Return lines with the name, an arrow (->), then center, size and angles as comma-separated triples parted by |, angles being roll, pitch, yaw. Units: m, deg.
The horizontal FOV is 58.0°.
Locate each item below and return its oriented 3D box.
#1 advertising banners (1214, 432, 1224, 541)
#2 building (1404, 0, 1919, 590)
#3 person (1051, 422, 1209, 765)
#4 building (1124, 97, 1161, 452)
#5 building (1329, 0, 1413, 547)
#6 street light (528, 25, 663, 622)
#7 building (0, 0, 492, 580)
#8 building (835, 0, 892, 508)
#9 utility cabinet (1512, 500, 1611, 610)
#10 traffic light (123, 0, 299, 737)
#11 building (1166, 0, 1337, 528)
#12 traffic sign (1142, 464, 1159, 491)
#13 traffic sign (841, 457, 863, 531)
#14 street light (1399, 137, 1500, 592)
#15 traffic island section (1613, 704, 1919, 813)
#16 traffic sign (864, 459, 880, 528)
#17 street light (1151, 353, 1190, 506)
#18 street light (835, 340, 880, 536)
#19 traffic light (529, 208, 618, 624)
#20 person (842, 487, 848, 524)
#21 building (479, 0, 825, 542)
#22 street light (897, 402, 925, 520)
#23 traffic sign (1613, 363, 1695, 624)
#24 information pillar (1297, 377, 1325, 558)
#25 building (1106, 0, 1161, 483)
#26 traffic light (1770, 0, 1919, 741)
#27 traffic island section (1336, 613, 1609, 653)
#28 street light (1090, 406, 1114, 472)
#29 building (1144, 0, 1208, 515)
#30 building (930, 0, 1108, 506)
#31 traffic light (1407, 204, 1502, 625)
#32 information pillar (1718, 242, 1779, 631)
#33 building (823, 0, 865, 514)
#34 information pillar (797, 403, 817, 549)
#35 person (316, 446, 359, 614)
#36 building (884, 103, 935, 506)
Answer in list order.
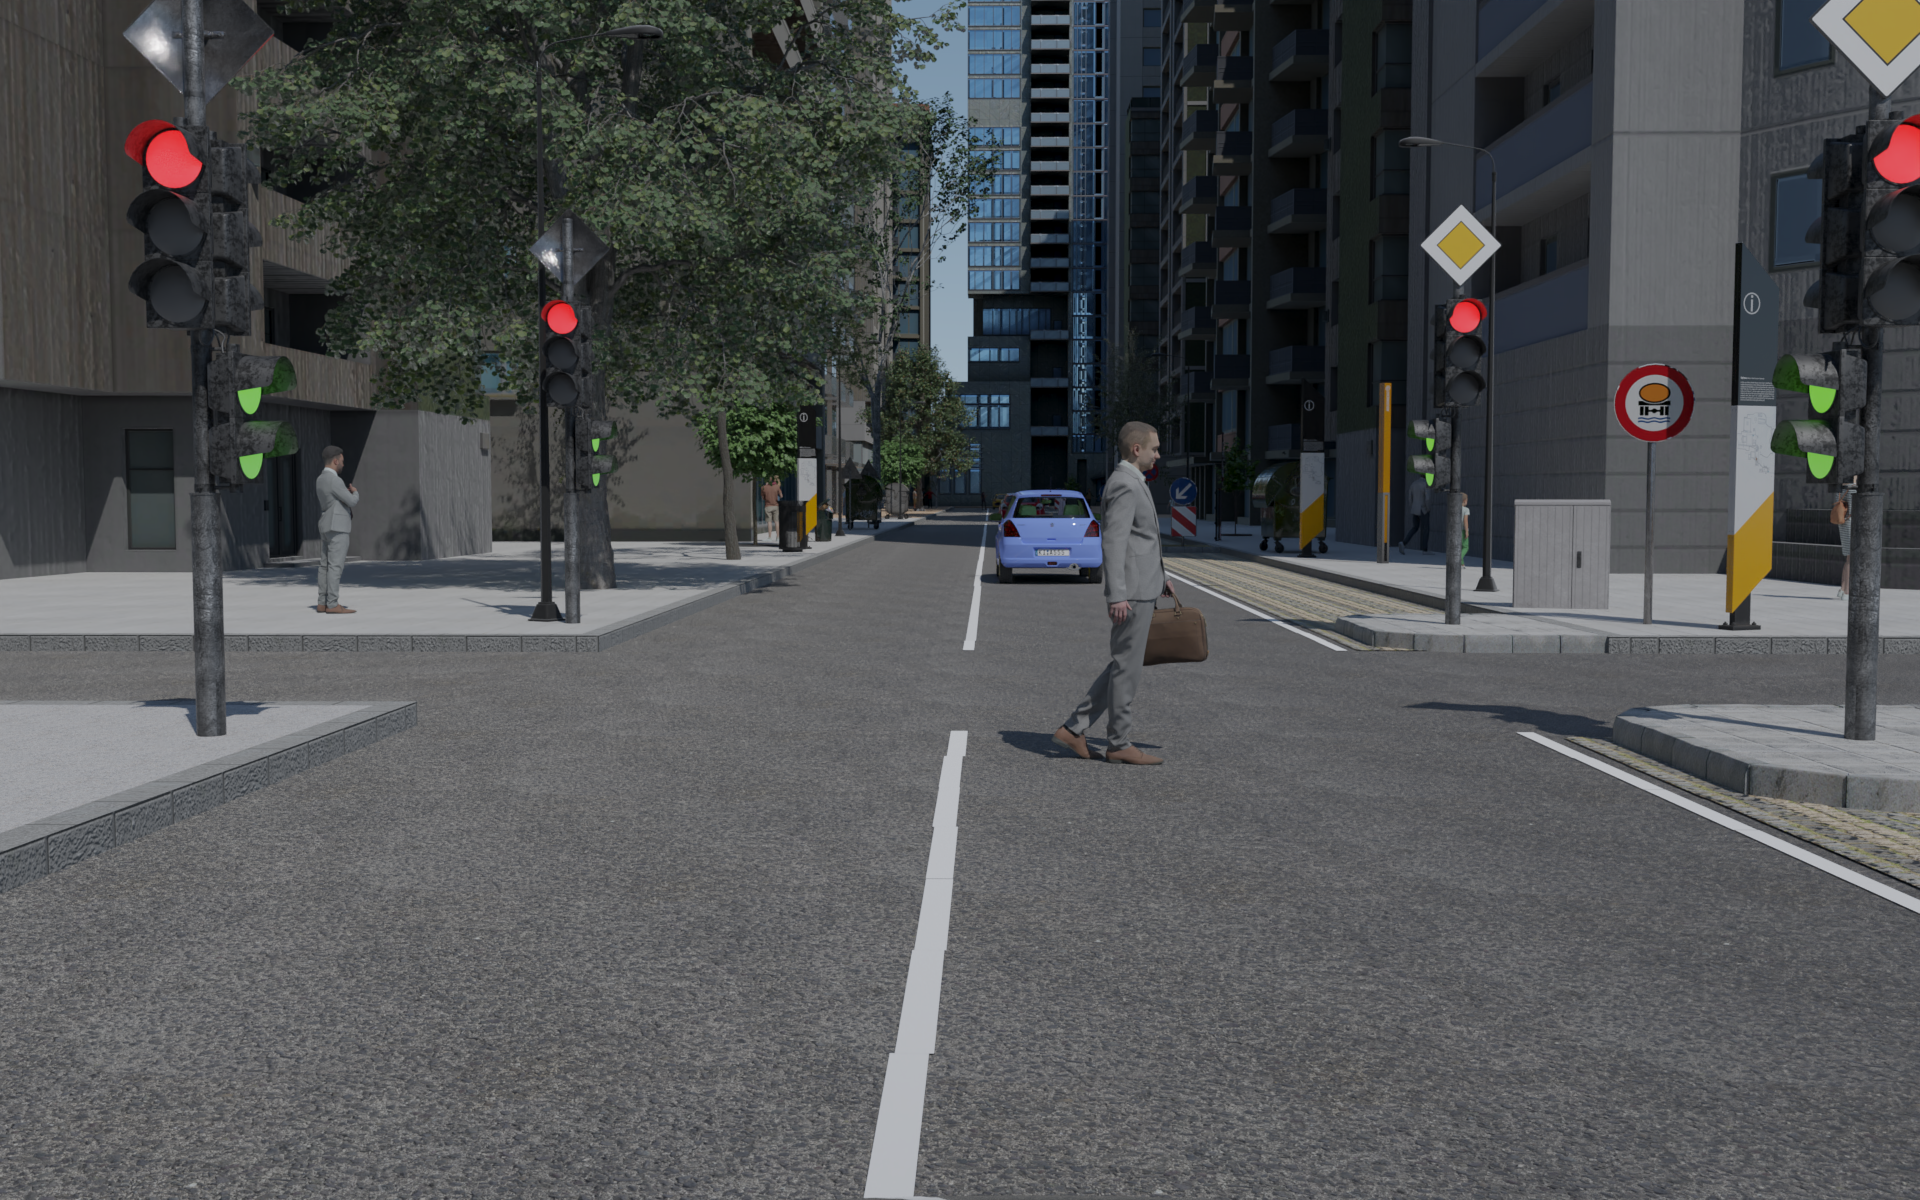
advertising banners -> 7.206, -3.170, 48.015 | 0.090, 3.025, 2.074 | 1, 4, 14
building -> 24.424, -29.866, 30.310 | 28.212, 58.520, 21.231 | 0, 4, 1
person -> 0.914, -0.035, 9.195 | 0.853, 1.813, 0.709 | 0, 4, 3
building -> 19.139, -21.881, 129.459 | 14.160, 30.474, 14.107 | 0, 4, 1
building -> 17.218, -16.895, 47.937 | 14.160, 30.474, 14.107 | 0, 4, 1
street light -> -3.642, -2.740, 17.338 | 1.470, 5.913, 1.316 | 0, 4, 1
building -> -17.422, -15.824, 30.422 | 14.160, 30.474, 14.107 | 0, 4, 1
building -> -19.576, -34.319, 150.362 | 27.495, 52.752, 28.713 | 0, 4, 1
utility cabinet -> 6.759, -0.509, 19.477 | 1.020, 1.237, 0.306 | 1, 4, 18
traffic light -> -3.965, -1.234, 9.094 | 0.839, 4.253, 0.868 | 0, 4, 1
building -> 21.487, -25.825, 76.863 | 22.147, 44.769, 28.867 | 0, 4, 1
traffic sign -> 7.597, -4.252, 69.620 | 0.768, 2.556, 0.104 | 0, 4, 3
traffic sign -> -3.857, -3.713, 60.709 | 0.884, 2.594, 0.081 | 0, 4, 8
street light -> 6.408, -3.068, 22.696 | 1.470, 5.913, 1.316 | 0, 4, 1
traffic island section -> 4.735, 0.808, 9.074 | 2.009, 0.180, 2.903 | 0, 4, 1
traffic sign -> -3.437, -3.980, 65.084 | 0.884, 2.594, 0.081 | 1, 4, 9
street light -> 6.982, -5.174, 57.139 | 1.470, 5.913, 1.316 | 0, 4, 1
street light -> -3.101, -4.887, 52.437 | 1.470, 5.913, 1.316 | 0, 4, 1
traffic light -> -3.826, -1.722, 17.078 | 0.839, 4.253, 0.868 | 0, 4, 1
person -> -4.900, -4.087, 73.443 | 0.524, 1.755, 0.480 | 1, 4, 14
building -> -16.070, -26.419, 55.657 | 21.300, 48.544, 21.600 | 0, 4, 1
street light -> -2.457, -7.001, 87.002 | 1.470, 5.913, 1.316 | 0, 4, 1
traffic sign -> 6.777, -1.033, 16.992 | 0.768, 2.556, 0.104 | 0, 4, 6
information pillar -> 7.081, -2.662, 34.877 | 0.504, 3.616, 0.183 | -1, 4, -11
building -> 23.287, -37.179, 149.879 | 21.231, 58.520, 28.212 | 0, 4, 1
traffic light -> 4.696, -1.226, 8.961 | 0.839, 4.253, 0.868 | 0, 4, 1
traffic island section -> 4.874, 0.319, 17.058 | 2.009, 0.180, 2.903 | 0, 4, 1
street light -> 7.609, -7.302, 91.927 | 1.470, 5.913, 1.316 | 0, 4, 1
building -> 21.889, -41.131, 110.741 | 20.563, 71.187, 20.611 | 0, 4, 1
building -> 12.554, -53.540, 188.044 | 31.000, 86.520, 22.319 | 0, 4, 1
traffic light -> 4.834, -1.714, 16.944 | 0.839, 4.253, 0.868 | 0, 4, 1
information pillar -> 7.450, -1.526, 16.301 | 0.504, 3.616, 0.183 | -1, 4, -21
building -> -18.375, -29.812, 107.033 | 23.786, 49.044, 30.456 | 0, 4, 1
information pillar -> -3.579, -2.994, 40.313 | 0.504, 3.616, 0.183 | -2, 4, -35
person -> -6.690, -0.762, 18.684 | 0.511, 1.800, 0.466 | 3, 4, 38
building -> -17.385, -32.699, 189.253 | 28.867, 44.769, 22.147 | 0, 4, 1
